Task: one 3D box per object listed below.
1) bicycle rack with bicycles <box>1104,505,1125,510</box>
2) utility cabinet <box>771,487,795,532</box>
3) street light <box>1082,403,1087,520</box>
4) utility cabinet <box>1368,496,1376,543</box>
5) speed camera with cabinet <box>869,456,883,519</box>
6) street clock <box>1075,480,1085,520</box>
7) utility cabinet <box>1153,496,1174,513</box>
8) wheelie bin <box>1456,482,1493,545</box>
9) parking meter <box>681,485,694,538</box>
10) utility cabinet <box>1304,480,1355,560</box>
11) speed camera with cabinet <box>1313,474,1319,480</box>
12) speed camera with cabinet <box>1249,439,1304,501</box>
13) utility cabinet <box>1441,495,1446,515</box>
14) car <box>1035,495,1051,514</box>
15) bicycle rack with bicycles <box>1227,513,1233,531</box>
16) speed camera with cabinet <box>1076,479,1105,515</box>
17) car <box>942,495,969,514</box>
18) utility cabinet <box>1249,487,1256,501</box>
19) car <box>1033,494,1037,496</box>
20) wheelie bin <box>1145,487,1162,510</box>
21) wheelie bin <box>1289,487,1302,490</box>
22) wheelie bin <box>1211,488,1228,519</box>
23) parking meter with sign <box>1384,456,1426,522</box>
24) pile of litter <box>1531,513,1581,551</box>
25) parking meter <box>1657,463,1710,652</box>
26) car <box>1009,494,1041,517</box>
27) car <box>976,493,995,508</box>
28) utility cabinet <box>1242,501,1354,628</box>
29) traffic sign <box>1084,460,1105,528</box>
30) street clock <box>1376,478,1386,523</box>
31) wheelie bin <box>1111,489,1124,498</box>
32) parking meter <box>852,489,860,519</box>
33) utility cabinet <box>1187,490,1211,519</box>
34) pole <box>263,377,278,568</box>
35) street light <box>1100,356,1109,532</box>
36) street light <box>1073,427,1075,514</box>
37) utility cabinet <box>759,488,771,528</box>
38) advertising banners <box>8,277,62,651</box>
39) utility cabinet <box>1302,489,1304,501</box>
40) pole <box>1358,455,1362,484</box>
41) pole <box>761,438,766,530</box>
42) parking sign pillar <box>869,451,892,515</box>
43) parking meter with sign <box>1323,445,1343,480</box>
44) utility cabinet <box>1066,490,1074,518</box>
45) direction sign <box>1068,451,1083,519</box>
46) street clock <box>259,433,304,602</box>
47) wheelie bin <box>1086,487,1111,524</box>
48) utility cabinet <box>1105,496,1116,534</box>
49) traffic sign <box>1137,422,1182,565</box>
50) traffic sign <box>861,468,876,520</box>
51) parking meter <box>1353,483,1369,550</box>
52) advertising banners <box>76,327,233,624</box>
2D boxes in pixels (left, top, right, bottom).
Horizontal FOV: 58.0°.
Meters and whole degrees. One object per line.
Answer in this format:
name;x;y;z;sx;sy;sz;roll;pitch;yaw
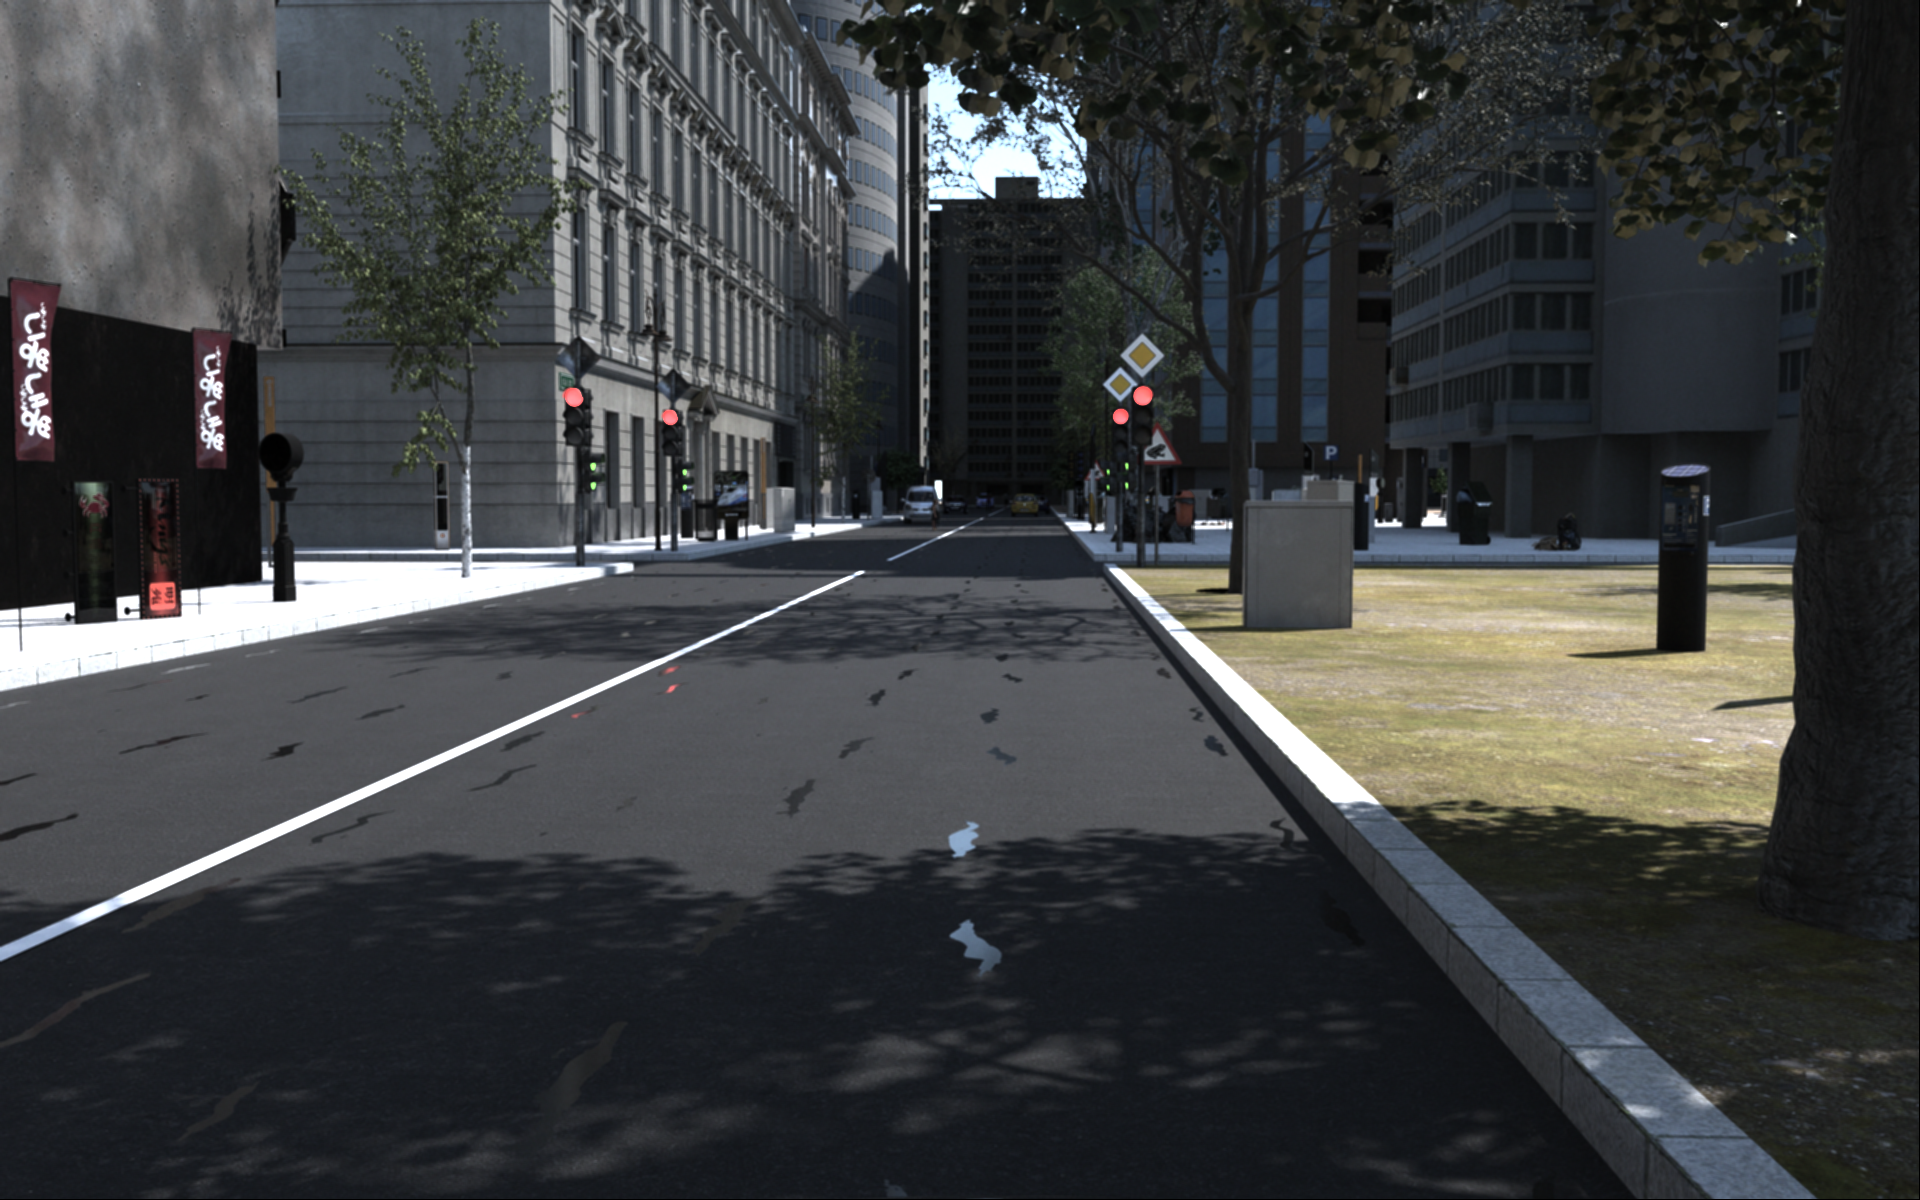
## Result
bicycle rack with bicycles;9.254;-4.882;93.204;2.852;0.926;2.925;-1;4;-14
utility cabinet;-5.862;-3.013;57.948;0.318;1.500;1.173;1;4;16
street light;6.091;-6.884;85.339;0.468;5.910;1.993;0;4;3
utility cabinet;10.563;-2.091;45.344;0.306;1.237;1.020;2;4;32
speed camera with cabinet;-4.333;-5.805;89.253;0.660;3.252;2.038;0;4;-6
street clock;5.997;-5.026;86.745;0.471;2.002;0.358;3;4;39
utility cabinet;6.573;-2.646;54.422;1.020;1.237;0.306;1;4;9
wheelie bin;12.968;-2.195;43.798;0.980;1.594;0.693;-2;4;-31
parking meter;-7.946;-2.571;50.442;0.372;1.533;0.369;0;3;0
utility cabinet;5.912;-1.160;27.637;0.318;1.500;1.173;-1;4;-12
speed camera with cabinet;15.206;-5.145;78.451;2.038;3.252;0.660;0;4;-5
speed camera with cabinet;11.272;-4.164;62.420;2.038;3.252;0.660;1;4;13
utility cabinet;29.849;-5.811;106.165;0.306;1.237;1.020;3;5;39
car;5.574;-6.855;124.659;1.945;1.354;3.894;0;4;1
bicycle rack with bicycles;10.616;-2.806;59.259;2.925;0.926;2.852;-3;4;-38
speed camera with cabinet;8.023;-6.846;106.274;2.038;3.252;0.660;3;5;45
car;-0.301;-6.948;126.176;1.945;1.354;3.894;0;4;2
utility cabinet;9.039;-2.764;53.872;0.318;1.500;1.173;0;4;7
car;6.899;-9.872;170.203;1.959;1.807;4.718;0;4;3
wheelie bin;8.358;-4.101;74.964;0.693;1.594;0.980;2;4;24
wheelie bin;14.650;-4.158;75.884;0.980;1.594;0.693;-2;4;-31
wheelie bin;13.370;-4.967;89.118;0.980;1.594;0.693;-2;4;-24
parking meter with sign;20.332;-5.073;79.211;1.738;3.016;0.543;0;4;5
pile of litter;13.672;-1.578;39.759;1.176;0.858;1.719;3;5;44
parking meter;5.935;-0.355;14.213;0.372;1.533;0.369;0;3;0
car;4.149;-6.137;110.571;2.015;1.641;3.980;0;4;3
car;2.617;-10.260;177.336;1.945;1.707;3.694;0;4;4
utility cabinet;3.250;-0.338;16.691;1.020;1.237;0.306;0;4;5
traffic sign;5.157;-4.015;65.647;0.884;2.594;0.081;1;4;10
street clock;18.527;-4.385;76.269;0.358;2.002;0.471;3;5;42
wheelie bin;6.978;-4.295;78.124;0.980;1.594;0.693;-3;5;-41
parking meter;-5.326;-4.915;88.769;0.372;1.533;0.369;0;3;0
utility cabinet;12.095;-4.825;87.570;1.173;1.500;0.318;2;4;27
pole;-12.014;-2.223;30.195;0.158;3.312;0.155;0;3;0
street light;4.926;-5.228;58.263;0.468;5.910;1.993;0;4;3
street light;7.445;-8.543;112.473;0.468;5.910;1.993;0;4;3
utility cabinet;-6.908;-3.406;64.375;1.173;1.500;0.318;-3;5;-43
advertising banners;-7.809;-1.061;13.535;0.090;3.025;2.074;1;4;18
utility cabinet;14.237;-3.699;69.164;1.173;1.500;0.318;3;4;36
pole;20.608;-5.840;89.328;0.158;3.312;0.155;0;3;0
pole;-7.111;-4.210;62.672;0.158;3.312;0.155;0;3;0
parking sign pillar;-4.924;-7.235;106.769;1.447;3.967;1.447;1;4;16
parking meter with sign;13.530;-4.046;62.409;0.543;3.016;1.738;2;4;23
utility cabinet;5.890;-5.145;92.796;0.318;1.500;1.173;0;4;-3
direction sign;6.053;-6.041;90.763;0.876;3.537;0.379;2;4;23
street clock;-8.077;-0.984;20.657;0.471;2.002;0.358;1;4;18
wheelie bin;5.926;-4.107;75.054;0.980;1.594;0.693;1;4;9
utility cabinet;4.835;-2.717;55.582;0.306;1.237;1.020;0;4;2
traffic sign;3.556;-1.913;31.274;0.884;2.594;0.081;0;4;5
traffic sign;-4.501;-5.183;84.845;0.768;2.556;0.104;1;4;12
parking meter;9.148;-1.906;39.572;0.372;1.533;0.369;0;3;0
advertising banners;-8.269;-1.320;17.774;0.090;3.025;2.074;2;4;26
